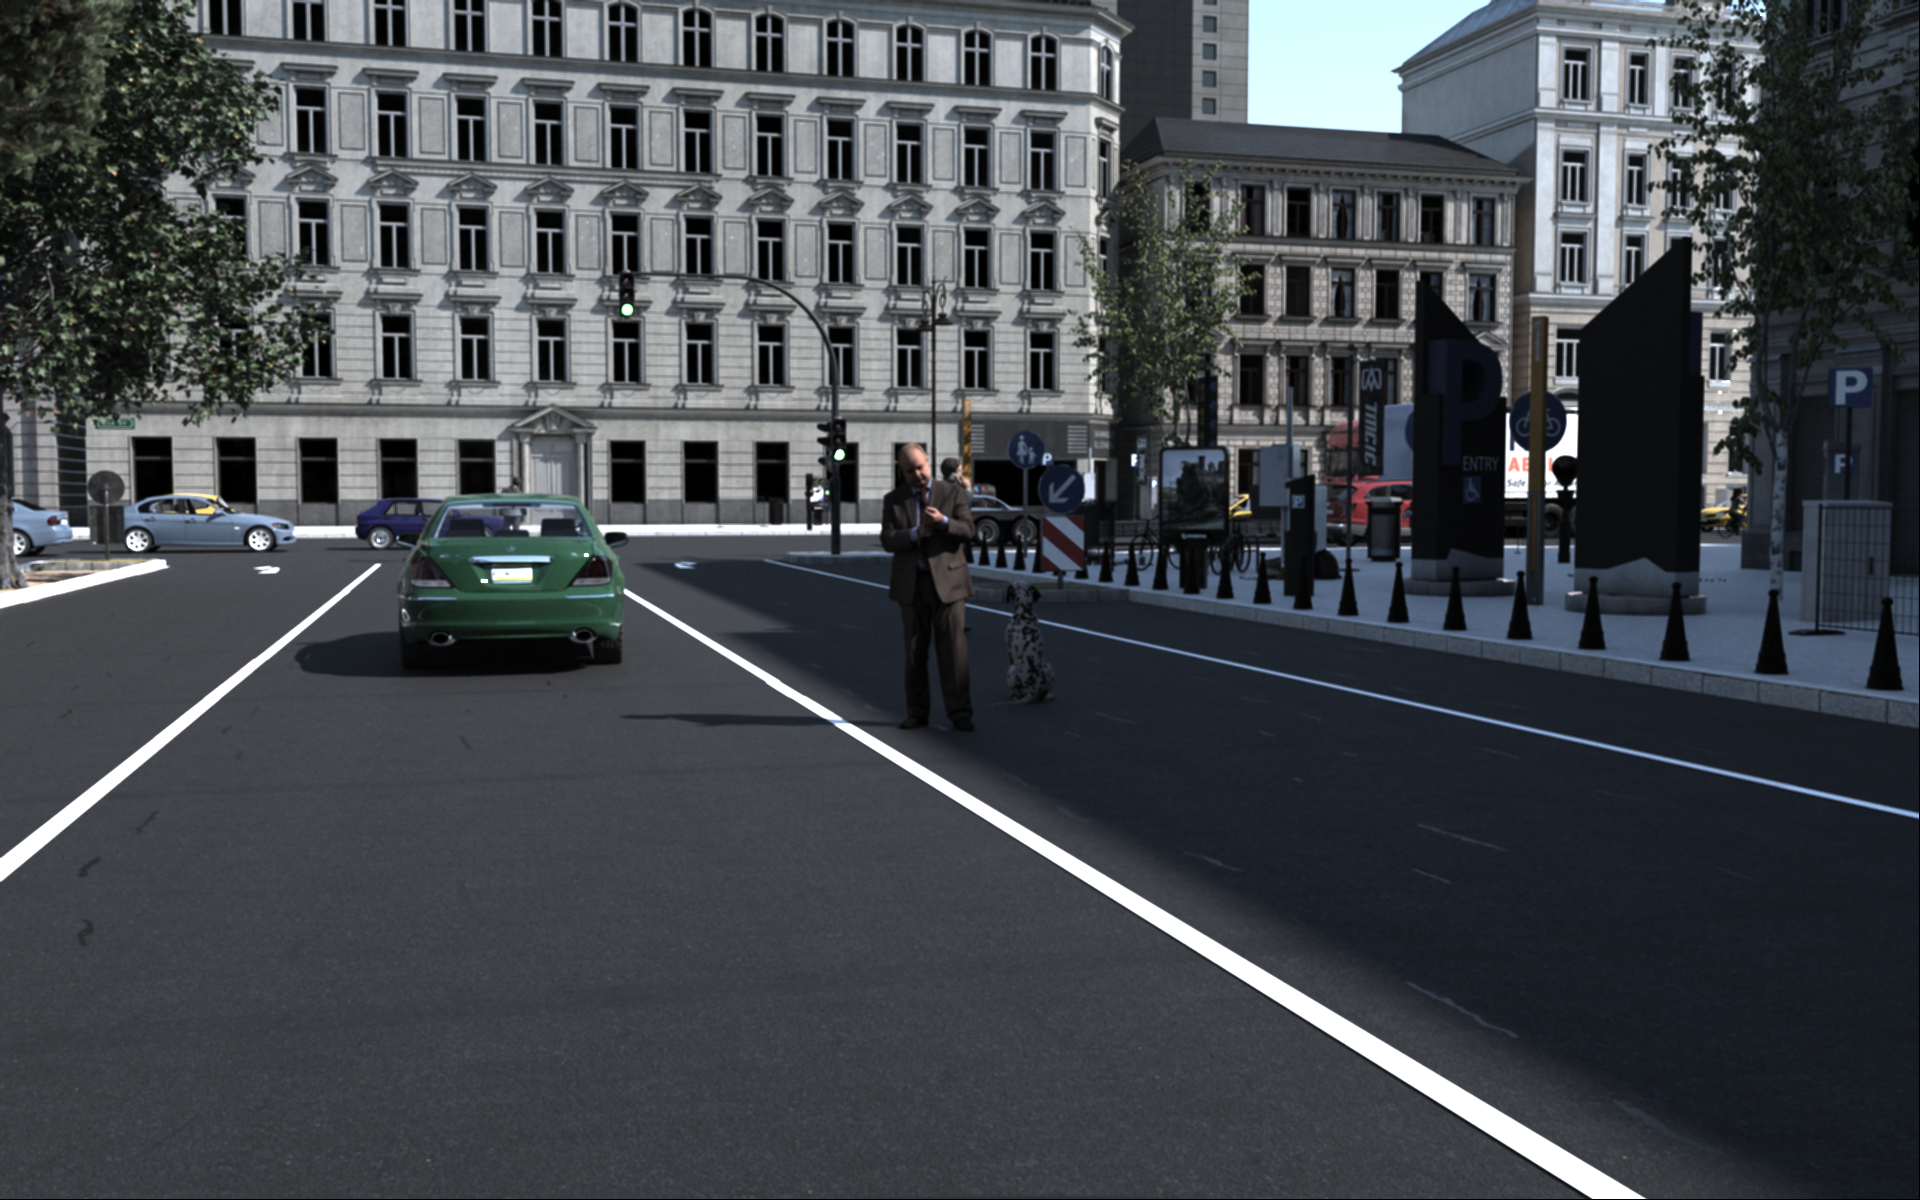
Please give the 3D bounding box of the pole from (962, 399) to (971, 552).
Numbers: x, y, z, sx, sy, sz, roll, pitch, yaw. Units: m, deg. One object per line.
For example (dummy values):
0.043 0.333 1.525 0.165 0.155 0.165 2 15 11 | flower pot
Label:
0.138 -2.654 37.230 0.158 3.312 0.155 0 3 0 | pole

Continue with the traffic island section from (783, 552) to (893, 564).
-2.624 -0.887 36.776 2.009 0.180 2.903 -1 4 -16 | traffic island section

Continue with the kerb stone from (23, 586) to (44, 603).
-12.512 -0.064 23.238 0.120 0.150 1.000 -1 4 -16 | kerb stone

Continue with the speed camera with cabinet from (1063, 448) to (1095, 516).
5.116 -4.915 74.699 0.660 3.252 2.038 -1 4 -23 | speed camera with cabinet

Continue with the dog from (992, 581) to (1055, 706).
0.390 0.295 12.019 0.513 0.831 0.800 2 4 31 | dog

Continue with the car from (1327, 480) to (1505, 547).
12.241 -2.339 46.922 5.304 1.827 2.281 -1 4 -17 | car

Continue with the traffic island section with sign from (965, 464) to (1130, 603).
1.053 -0.932 23.859 1.989 1.847 2.006 -1 4 -16 | traffic island section with sign

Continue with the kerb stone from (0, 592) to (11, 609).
-12.242 -0.003 22.249 0.120 0.150 1.000 -1 4 -16 | kerb stone

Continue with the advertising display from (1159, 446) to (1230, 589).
3.178 -1.120 23.532 0.974 1.923 0.123 2 4 28 | advertising display

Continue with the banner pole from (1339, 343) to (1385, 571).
6.655 -2.364 28.668 0.863 3.779 0.401 3 5 43 | banner pole

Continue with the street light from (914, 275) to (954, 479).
-0.557 -3.915 36.795 0.468 5.910 1.993 -1 4 -16 | street light

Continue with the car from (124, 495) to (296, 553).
-18.853 -1.889 42.887 4.499 1.417 2.014 -1 4 -16 | car

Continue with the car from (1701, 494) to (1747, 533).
29.804 -3.385 65.568 3.980 1.641 2.015 -1 4 -14 | car

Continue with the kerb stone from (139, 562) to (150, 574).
-14.775 -0.548 31.156 0.120 0.150 1.000 -1 4 -16 | kerb stone

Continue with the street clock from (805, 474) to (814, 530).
-5.353 -3.485 61.554 0.358 2.002 0.471 0 4 -2 | street clock

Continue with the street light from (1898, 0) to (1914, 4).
6.661 -2.352 11.241 0.468 5.910 1.993 -1 4 -16 | street light

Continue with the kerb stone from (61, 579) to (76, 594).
-13.077 -0.182 25.211 0.120 0.150 1.000 -1 4 -16 | kerb stone

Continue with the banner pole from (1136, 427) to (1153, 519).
6.977 -4.596 65.158 0.863 3.779 0.401 3 4 37 | banner pole

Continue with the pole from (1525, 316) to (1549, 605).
6.662 -1.599 19.991 0.158 3.312 0.155 0 3 0 | pole

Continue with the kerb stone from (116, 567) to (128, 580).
-14.211 -0.424 29.162 0.120 0.150 1.000 -1 4 -16 | kerb stone

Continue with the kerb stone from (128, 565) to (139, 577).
-14.500 -0.486 30.168 0.120 0.150 1.000 -1 4 -16 | kerb stone

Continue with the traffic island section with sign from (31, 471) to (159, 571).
-16.434 -1.527 33.100 2.006 1.907 1.989 -1 4 -16 | traffic island section with sign

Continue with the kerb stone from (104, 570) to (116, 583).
-13.929 -0.362 28.176 0.120 0.150 1.000 -1 4 -16 | kerb stone

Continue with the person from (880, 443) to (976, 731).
-0.186 -0.083 10.544 0.565 1.739 0.600 -1 4 -19 | person

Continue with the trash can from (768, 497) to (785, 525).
-7.664 -3.707 72.261 0.748 1.137 0.748 0 3 0 | trash can

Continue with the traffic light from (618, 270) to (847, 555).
-4.653 -3.748 35.940 4.771 5.953 1.251 -1 4 -16 | traffic light

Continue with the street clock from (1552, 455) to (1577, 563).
11.283 -1.695 32.287 0.471 2.002 0.358 2 4 29 | street clock

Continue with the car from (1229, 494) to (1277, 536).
9.504 -2.925 58.054 3.980 1.641 2.015 -1 4 -15 | car

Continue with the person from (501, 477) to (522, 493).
-10.896 -2.066 42.080 0.655 1.846 0.447 0 4 4 | person

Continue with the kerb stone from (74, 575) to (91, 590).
-13.361 -0.245 26.197 0.120 0.150 1.000 -1 4 -16 | kerb stone

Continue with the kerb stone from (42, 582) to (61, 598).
-12.798 -0.124 24.224 0.120 0.150 1.000 -1 4 -16 | kerb stone

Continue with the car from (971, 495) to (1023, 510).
0.859 -2.966 60.495 4.499 1.417 2.014 -1 4 -15 | car

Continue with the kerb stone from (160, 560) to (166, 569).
-15.346 -0.667 33.135 0.120 0.150 1.000 -1 4 -16 | kerb stone

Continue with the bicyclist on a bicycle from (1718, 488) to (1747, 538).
25.434 -2.846 56.548 1.625 1.676 1.499 -1 4 -16 | bicyclist on a bicycle

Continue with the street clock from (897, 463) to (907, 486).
-1.212 -2.050 38.089 0.358 2.002 0.471 -1 4 -15 | street clock

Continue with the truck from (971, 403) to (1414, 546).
7.595 -3.690 50.087 18.799 4.110 2.967 -1 4 -17 | truck

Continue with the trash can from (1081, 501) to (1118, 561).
2.663 -1.318 33.197 0.748 1.137 0.748 0 3 0 | trash can

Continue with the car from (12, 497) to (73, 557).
-22.826 -1.688 39.599 4.499 1.417 2.014 -1 4 -16 | car

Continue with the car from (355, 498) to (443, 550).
-13.785 -2.005 45.363 3.894 1.354 1.945 -1 4 -16 | car

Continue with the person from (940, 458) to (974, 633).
-0.060 -0.563 17.890 0.473 1.802 0.592 1 4 12 | person

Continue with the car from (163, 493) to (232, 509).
-24.360 -2.635 53.301 3.980 1.641 2.015 -1 4 -14 | car

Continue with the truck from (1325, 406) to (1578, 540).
16.765 -4.123 56.325 11.283 4.237 2.839 -1 4 -16 | truck

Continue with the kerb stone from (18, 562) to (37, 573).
-17.117 -0.575 31.677 0.120 0.150 1.000 -1 4 -16 | kerb stone

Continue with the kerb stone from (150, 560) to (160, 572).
-15.057 -0.609 32.145 0.120 0.150 1.000 -1 4 -16 | kerb stone

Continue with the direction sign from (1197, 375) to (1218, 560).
4.780 -2.540 33.523 0.379 3.537 0.876 -1 4 -16 | direction sign

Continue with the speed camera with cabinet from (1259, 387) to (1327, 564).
6.302 -2.346 32.699 0.660 3.252 2.038 2 4 33 | speed camera with cabinet

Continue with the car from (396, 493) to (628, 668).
-4.075 -0.246 15.821 2.131 1.459 4.920 -1 4 -14 | car

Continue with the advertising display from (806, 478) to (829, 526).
-5.799 -3.997 70.571 0.974 1.923 0.123 -2 4 -31 | advertising display

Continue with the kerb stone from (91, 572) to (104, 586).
-13.648 -0.303 27.190 0.120 0.150 1.000 -1 4 -16 | kerb stone

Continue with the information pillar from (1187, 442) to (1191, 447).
9.946 -5.128 75.202 0.183 3.616 0.504 -2 4 -26 | information pillar

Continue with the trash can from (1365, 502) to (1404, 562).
8.092 -1.309 33.049 0.748 1.137 0.748 0 3 0 | trash can
